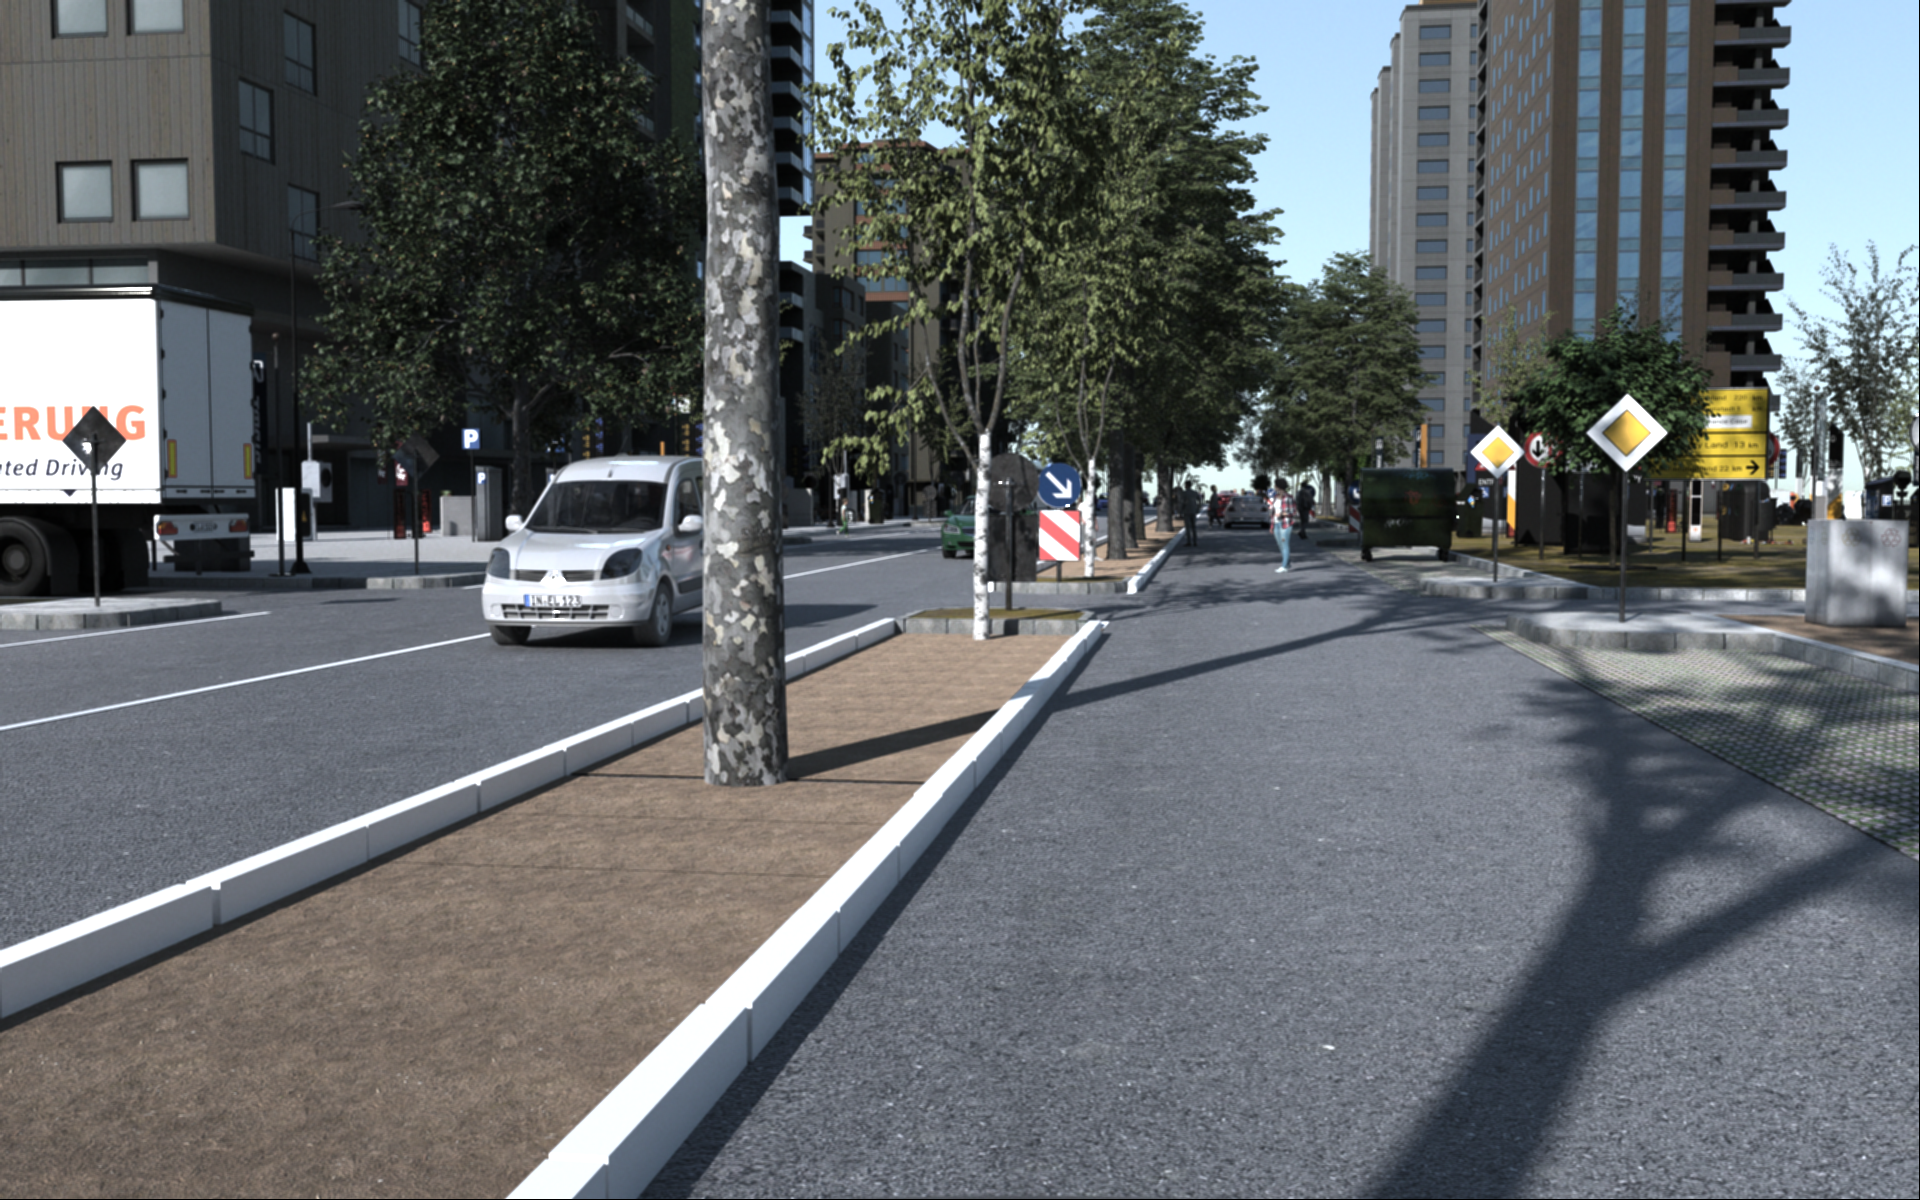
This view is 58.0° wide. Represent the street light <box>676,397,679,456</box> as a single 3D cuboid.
[{"bbox_3d":[-7.190,-4.568,47.222,1.470,5.913,1.316,1,4,8],"label":"street light"}]

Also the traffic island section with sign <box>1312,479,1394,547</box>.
[{"bbox_3d":[10.821,-2.381,47.565,1.989,1.847,2.006,1,4,8],"label":"traffic island section with sign"}]

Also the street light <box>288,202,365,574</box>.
[{"bbox_3d":[-10.143,-3.377,27.757,1.470,5.913,1.316,1,4,8],"label":"street light"}]

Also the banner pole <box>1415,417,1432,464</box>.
[{"bbox_3d":[15.106,-4.061,56.414,0.401,3.779,0.863,-2,4,-27],"label":"banner pole"}]

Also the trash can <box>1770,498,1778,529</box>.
[{"bbox_3d":[29.802,-3.198,63.938,0.748,1.137,0.748,0,3,0],"label":"trash can"}]

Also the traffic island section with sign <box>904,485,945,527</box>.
[{"bbox_3d":[-1.364,-4.182,76.998,1.989,1.847,2.006,1,4,8],"label":"traffic island section with sign"}]

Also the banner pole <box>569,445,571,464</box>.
[{"bbox_3d":[-13.486,-4.276,59.934,0.401,3.779,0.863,-1,4,-16],"label":"banner pole"}]

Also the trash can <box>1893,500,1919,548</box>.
[{"bbox_3d":[22.700,-1.825,41.496,0.748,1.137,0.748,0,3,0],"label":"trash can"}]

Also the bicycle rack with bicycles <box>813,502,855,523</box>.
[{"bbox_3d":[-5.880,-3.870,76.661,2.925,0.926,2.852,-1,4,-14],"label":"bicycle rack with bicycles"}]

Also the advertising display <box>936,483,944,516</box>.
[{"bbox_3d":[-1.106,-5.670,97.911,0.123,1.923,0.974,1,4,20],"label":"advertising display"}]

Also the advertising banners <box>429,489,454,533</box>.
[{"bbox_3d":[-17.628,-3.721,57.020,2.074,3.025,0.090,0,4,-7],"label":"advertising banners"}]

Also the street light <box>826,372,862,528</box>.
[{"bbox_3d":[-4.409,-5.718,66.031,1.470,5.913,1.316,1,4,8],"label":"street light"}]

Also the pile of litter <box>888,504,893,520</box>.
[{"bbox_3d":[-3.935,-4.379,85.567,1.176,0.858,1.719,2,4,32],"label":"pile of litter"}]

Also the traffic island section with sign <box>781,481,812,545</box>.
[{"bbox_3d":[-5.365,-2.537,50.113,1.989,1.847,2.006,1,4,8],"label":"traffic island section with sign"}]

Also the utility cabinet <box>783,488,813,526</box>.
[{"bbox_3d":[-6.401,-3.653,68.412,1.173,1.500,0.318,1,4,13],"label":"utility cabinet"}]

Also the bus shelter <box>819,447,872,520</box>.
[{"bbox_3d":[-5.723,-5.974,88.965,1.731,3.624,6.357,1,4,8],"label":"bus shelter"}]

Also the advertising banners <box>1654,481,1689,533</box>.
[{"bbox_3d":[23.403,-3.711,56.870,2.074,3.025,0.090,-2,4,-27],"label":"advertising banners"}]

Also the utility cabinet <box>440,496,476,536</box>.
[{"bbox_3d":[-15.379,-2.563,53.069,1.020,1.237,0.306,-2,4,-35],"label":"utility cabinet"}]

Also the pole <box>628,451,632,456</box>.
[{"bbox_3d":[-15.707,-5.417,82.412,0.158,3.312,0.155,0,3,0],"label":"pole"}]

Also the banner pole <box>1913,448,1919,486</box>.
[{"bbox_3d":[37.364,-4.734,67.415,0.401,3.779,0.863,0,4,-6],"label":"banner pole"}]

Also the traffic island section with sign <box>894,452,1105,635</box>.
[{"bbox_3d":[0.443,-0.633,18.489,2.006,1.907,1.989,1,4,8],"label":"traffic island section with sign"}]

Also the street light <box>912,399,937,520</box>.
[{"bbox_3d":[-1.664,-6.869,84.845,1.470,5.913,1.316,1,4,8],"label":"street light"}]

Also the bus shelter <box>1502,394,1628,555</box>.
[{"bbox_3d":[13.683,-2.941,39.372,1.731,3.624,6.357,1,4,8],"label":"bus shelter"}]

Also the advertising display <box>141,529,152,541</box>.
[{"bbox_3d":[-22.270,-2.585,47.484,0.974,1.923,0.123,-1,4,-13],"label":"advertising display"}]

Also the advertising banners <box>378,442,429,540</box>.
[{"bbox_3d":[-15.926,-3.245,49.237,0.090,3.025,2.074,1,4,22],"label":"advertising banners"}]

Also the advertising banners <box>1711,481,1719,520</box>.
[{"bbox_3d":[38.049,-5.536,86.703,2.074,3.025,0.090,-3,5,-40],"label":"advertising banners"}]

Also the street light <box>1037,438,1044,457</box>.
[{"bbox_3d":[6.867,-10.348,141.733,1.470,5.913,1.316,1,4,8],"label":"street light"}]

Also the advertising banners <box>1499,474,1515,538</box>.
[{"bbox_3d":[16.087,-3.316,50.402,2.074,3.025,0.090,-3,5,-40],"label":"advertising banners"}]

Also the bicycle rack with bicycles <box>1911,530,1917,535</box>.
[{"bbox_3d":[30.990,-2.435,53.193,2.852,0.926,2.925,0,4,-7],"label":"bicycle rack with bicycles"}]

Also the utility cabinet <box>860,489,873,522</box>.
[{"bbox_3d":[-4.711,-4.810,87.324,0.318,1.500,1.173,1,4,15],"label":"utility cabinet"}]

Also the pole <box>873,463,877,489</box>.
[{"bbox_3d":[-4.877,-6.451,99.320,0.158,3.312,0.155,0,3,0],"label":"pole"}]

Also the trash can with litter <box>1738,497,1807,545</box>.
[{"bbox_3d":[20.977,-2.036,44.353,2.233,1.210,1.678,1,4,10],"label":"trash can with litter"}]

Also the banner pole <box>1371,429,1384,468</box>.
[{"bbox_3d":[15.869,-4.650,66.048,0.401,3.779,0.863,-2,4,-26],"label":"banner pole"}]

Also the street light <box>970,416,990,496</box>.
[{"bbox_3d":[1.183,-8.016,103.603,1.470,5.913,1.316,1,4,8],"label":"street light"}]

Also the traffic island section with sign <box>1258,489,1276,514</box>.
[{"bbox_3d":[22.166,-7.053,123.948,1.989,1.847,2.006,1,4,8],"label":"traffic island section with sign"}]

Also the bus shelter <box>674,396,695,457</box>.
[{"bbox_3d":[-8.891,-5.296,64.216,2.179,5.291,8.768,1,4,8],"label":"bus shelter"}]

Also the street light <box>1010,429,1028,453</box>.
[{"bbox_3d":[4.092,-9.198,122.923,1.470,5.913,1.316,1,4,8],"label":"street light"}]

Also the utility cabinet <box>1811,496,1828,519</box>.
[{"bbox_3d":[34.114,-3.512,68.575,0.306,1.237,1.020,0,4,-2],"label":"utility cabinet"}]

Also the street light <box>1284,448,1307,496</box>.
[{"bbox_3d":[23.143,-8.920,118.388,1.470,5.913,1.316,1,4,8],"label":"street light"}]

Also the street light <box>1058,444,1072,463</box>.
[{"bbox_3d":[9.711,-11.541,161.232,1.470,5.913,1.316,1,4,8],"label":"street light"}]

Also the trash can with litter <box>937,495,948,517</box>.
[{"bbox_3d":[-1.377,-5.193,95.970,2.233,1.210,1.678,-1,4,-15],"label":"trash can with litter"}]

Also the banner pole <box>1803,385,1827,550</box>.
[{"bbox_3d":[19.896,-3.065,40.137,0.863,3.779,0.401,-3,5,-44],"label":"banner pole"}]

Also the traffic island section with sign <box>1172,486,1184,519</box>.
[{"bbox_3d":[12.574,-5.627,100.141,2.006,1.907,1.989,1,4,8],"label":"traffic island section with sign"}]

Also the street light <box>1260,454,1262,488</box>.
[{"bbox_3d":[35.173,-13.877,199.421,1.470,5.913,1.316,1,4,8],"label":"street light"}]

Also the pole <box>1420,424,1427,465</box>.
[{"bbox_3d":[13.548,-3.476,50.676,0.158,3.312,0.155,0,3,0],"label":"pole"}]

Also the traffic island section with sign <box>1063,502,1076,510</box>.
[{"bbox_3d":[9.957,-8.844,153.232,1.989,1.847,2.006,1,4,8],"label":"traffic island section with sign"}]

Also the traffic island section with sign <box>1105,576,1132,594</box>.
[{"bbox_3d":[1.541,-1.081,25.814,2.006,1.907,1.989,1,4,8],"label":"traffic island section with sign"}]

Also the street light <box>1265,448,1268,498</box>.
[{"bbox_3d":[31.533,-12.381,174.967,1.470,5.913,1.316,1,4,8],"label":"street light"}]

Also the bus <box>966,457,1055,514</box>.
[{"bbox_3d":[2.607,-5.331,82.025,2.948,3.499,13.247,1,4,9],"label":"bus"}]

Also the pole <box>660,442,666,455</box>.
[{"bbox_3d":[-11.545,-4.501,67.434,0.158,3.312,0.155,0,3,0],"label":"pole"}]

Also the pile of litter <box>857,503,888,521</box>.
[{"bbox_3d":[-4.394,-4.139,81.638,1.719,0.858,1.176,0,4,-2],"label":"pile of litter"}]

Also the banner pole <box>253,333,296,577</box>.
[{"bbox_3d":[-10.833,-2.260,26.962,0.863,3.779,0.401,0,4,-3],"label":"banner pole"}]

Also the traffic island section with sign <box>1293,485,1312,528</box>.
[{"bbox_3d":[14.825,-4.034,74.592,1.989,1.847,2.006,1,4,8],"label":"traffic island section with sign"}]
